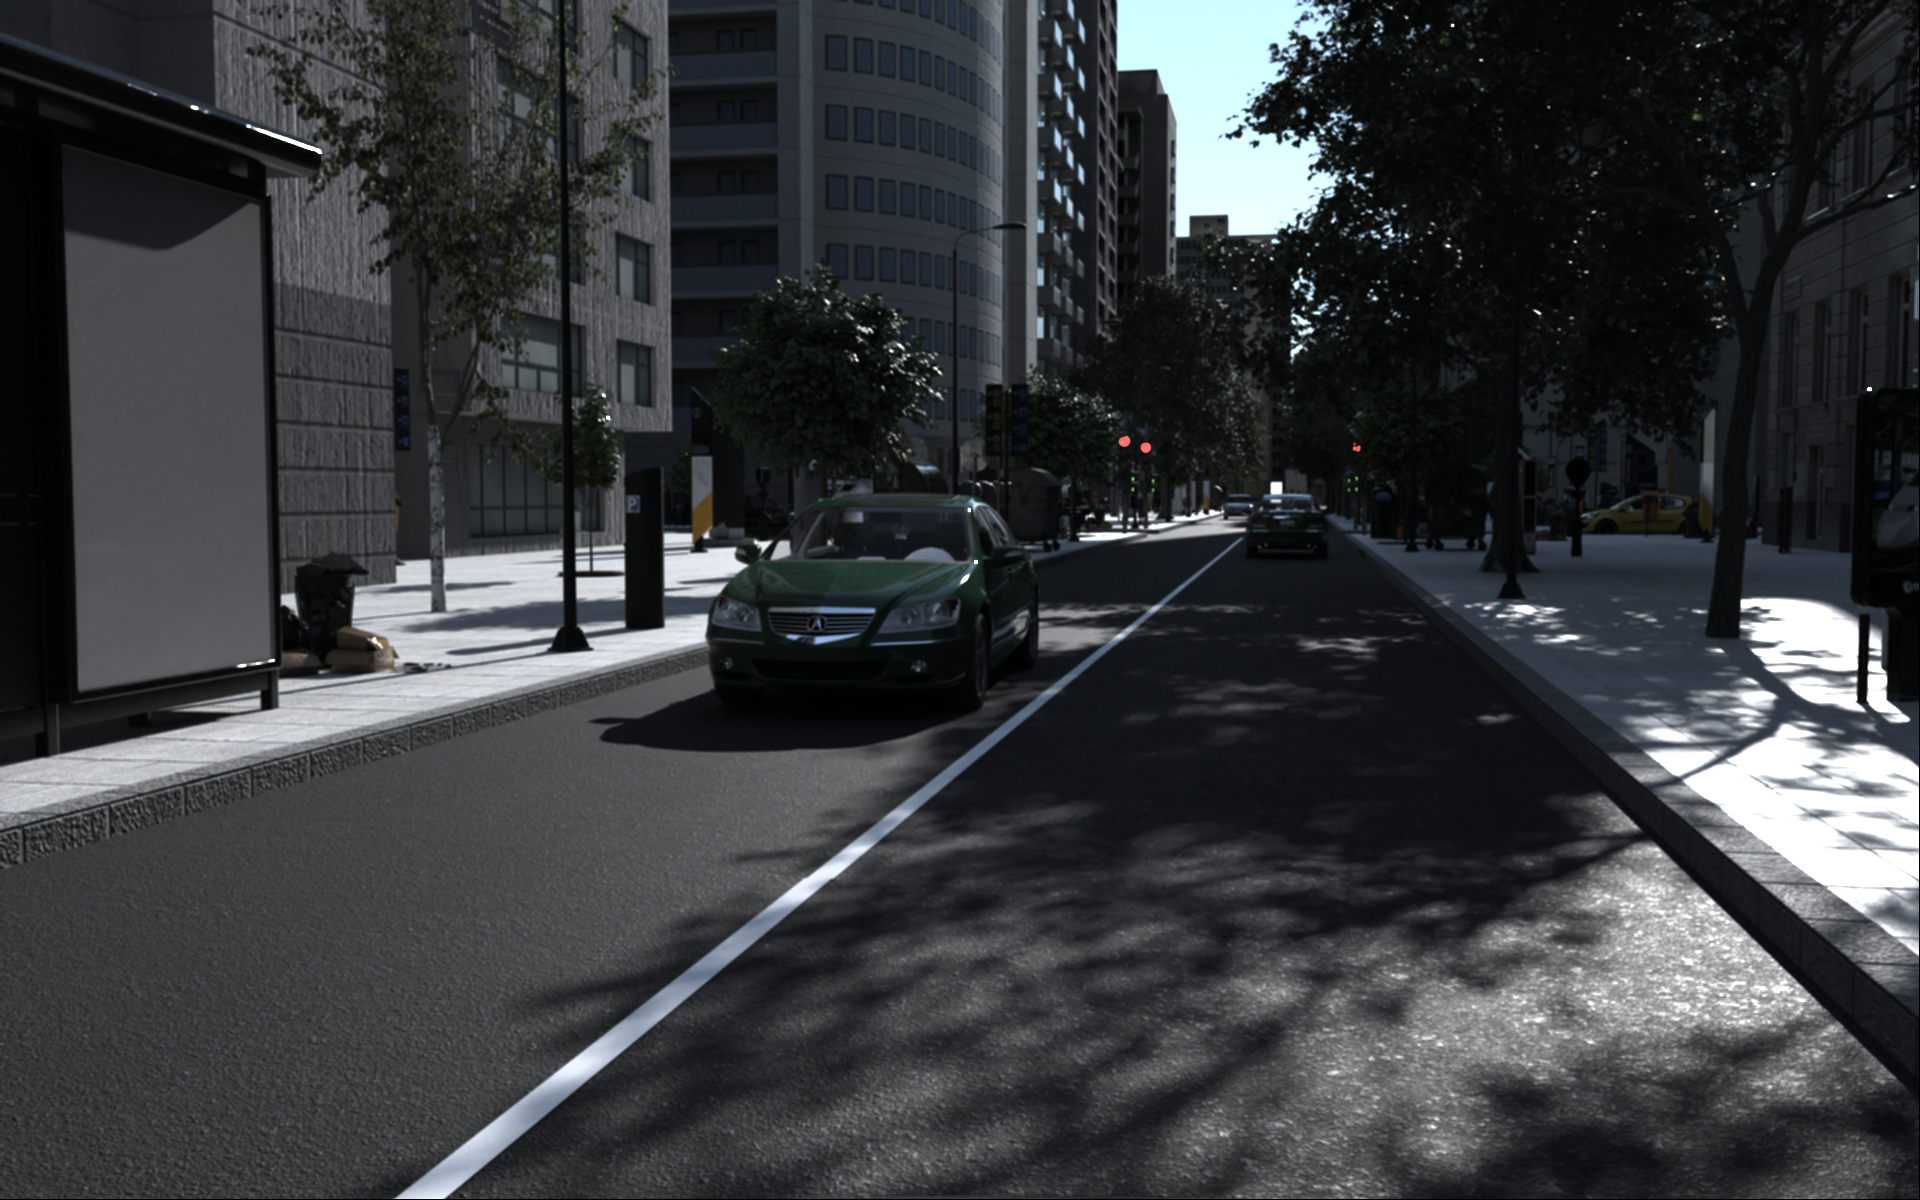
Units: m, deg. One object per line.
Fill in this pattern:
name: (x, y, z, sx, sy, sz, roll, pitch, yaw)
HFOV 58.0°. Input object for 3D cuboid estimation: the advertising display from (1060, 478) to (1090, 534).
advertising display: (3.737, -3.122, 56.256, 0.974, 1.923, 0.123, 0, 4, -2)

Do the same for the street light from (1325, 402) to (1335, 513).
street light: (15.921, -6.048, 71.428, 1.470, 5.913, 1.316, 1, 4, 11)

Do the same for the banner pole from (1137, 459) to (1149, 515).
banner pole: (11.447, -7.217, 108.018, 0.863, 3.779, 0.401, -2, 4, -24)

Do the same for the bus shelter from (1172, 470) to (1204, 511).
bus shelter: (14.725, -7.256, 112.552, 2.014, 3.302, 5.546, 1, 4, 11)

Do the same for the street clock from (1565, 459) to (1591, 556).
street clock: (12.707, -1.900, 35.643, 0.471, 2.002, 0.358, 2, 4, 28)

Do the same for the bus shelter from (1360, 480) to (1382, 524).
bus shelter: (19.174, -6.186, 78.773, 2.179, 5.291, 8.768, 1, 4, 11)

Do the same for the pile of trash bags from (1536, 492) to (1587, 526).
pile of trash bags: (24.036, -3.621, 68.948, 1.912, 1.369, 3.447, 0, 4, -2)

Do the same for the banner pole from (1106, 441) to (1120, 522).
banner pole: (7.032, -5.440, 78.958, 0.863, 3.779, 0.401, 2, 4, 24)

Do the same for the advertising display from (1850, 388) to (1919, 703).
advertising display: (5.951, -0.338, 10.733, 0.974, 1.923, 0.123, -1, 4, -19)

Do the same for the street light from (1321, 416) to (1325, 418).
street light: (19.083, -7.023, 87.363, 1.470, 5.913, 1.316, 1, 4, 11)

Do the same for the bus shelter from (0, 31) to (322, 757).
bus shelter: (-5.659, -1.745, 6.167, 2.179, 5.291, 8.768, 1, 4, 11)

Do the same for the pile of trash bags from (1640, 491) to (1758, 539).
pile of trash bags: (21.651, -2.512, 50.830, 1.912, 1.369, 3.447, -3, 5, -44)

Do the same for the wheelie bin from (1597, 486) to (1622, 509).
wheelie bin: (25.607, -3.689, 68.223, 0.980, 1.594, 0.693, 0, 4, -8)

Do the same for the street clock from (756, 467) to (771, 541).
street clock: (-5.350, -2.602, 47.116, 0.358, 2.002, 0.471, -2, 4, -33)

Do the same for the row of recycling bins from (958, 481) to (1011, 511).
row of recycling bins: (0.895, -2.947, 55.292, 1.069, 1.692, 3.534, 2, 4, 26)

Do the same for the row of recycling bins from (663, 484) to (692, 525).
row of recycling bins: (-11.070, -3.928, 71.330, 3.534, 1.692, 1.069, 1, 4, 18)

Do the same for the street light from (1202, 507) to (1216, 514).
street light: (13.205, -7.534, 95.725, 1.470, 5.913, 1.316, 1, 4, 11)

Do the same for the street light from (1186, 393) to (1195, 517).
street light: (10.156, -6.558, 79.767, 1.470, 5.913, 1.316, 1, 4, 11)

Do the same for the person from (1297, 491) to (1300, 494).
person: (28.782, -8.411, 146.743, 0.721, 1.736, 1.217, 3, 5, 44)

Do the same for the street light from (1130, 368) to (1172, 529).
street light: (7.012, -5.582, 63.808, 1.470, 5.913, 1.316, 1, 4, 11)

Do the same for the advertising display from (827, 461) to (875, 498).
advertising display: (-1.995, -1.569, 30.865, 0.974, 1.923, 0.123, -1, 4, -13)

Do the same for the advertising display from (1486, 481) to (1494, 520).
advertising display: (26.636, -4.965, 86.398, 0.974, 1.923, 0.123, -1, 4, -14)

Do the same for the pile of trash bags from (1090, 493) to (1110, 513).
pile of trash bags: (9.439, -6.764, 120.341, 1.912, 1.369, 3.447, 0, 4, 0)

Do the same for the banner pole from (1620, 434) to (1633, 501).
banner pole: (27.950, -5.060, 72.742, 0.863, 3.779, 0.401, -2, 4, -27)

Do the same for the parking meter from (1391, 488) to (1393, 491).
parking meter: (17.243, -3.752, 69.753, 0.372, 1.533, 0.369, 0, 3, 0)

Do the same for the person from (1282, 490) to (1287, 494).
person: (29.839, -9.215, 159.036, 0.709, 1.838, 0.599, 3, 4, 39)

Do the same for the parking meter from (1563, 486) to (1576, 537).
parking meter: (18.373, -2.676, 52.161, 0.372, 1.533, 0.369, 0, 3, 0)

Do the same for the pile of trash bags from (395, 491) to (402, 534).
pile of trash bags: (-18.058, -2.619, 52.581, 3.447, 1.369, 1.912, 2, 4, 32)

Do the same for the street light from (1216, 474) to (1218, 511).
street light: (16.462, -8.543, 112.227, 1.470, 5.913, 1.316, 1, 4, 11)

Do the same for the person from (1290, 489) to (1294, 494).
person: (19.936, -5.790, 103.925, 0.760, 1.731, 0.466, -2, 4, -29)

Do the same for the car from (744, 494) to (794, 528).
car: (-7.484, -3.249, 62.908, 4.222, 1.686, 2.009, 1, 4, 10)

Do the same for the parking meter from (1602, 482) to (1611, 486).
parking meter: (31.579, -4.824, 84.587, 0.399, 1.863, 0.255, 3, 4, 38)

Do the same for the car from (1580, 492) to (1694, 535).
car: (22.506, -2.878, 57.282, 3.980, 1.641, 2.015, 1, 4, 11)

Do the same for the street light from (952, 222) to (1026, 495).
street light: (0.441, -3.506, 29.860, 1.470, 5.913, 1.316, 1, 4, 11)

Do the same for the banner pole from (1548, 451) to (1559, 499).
banner pole: (34.289, -6.729, 100.031, 0.401, 3.779, 0.863, -2, 4, -34)

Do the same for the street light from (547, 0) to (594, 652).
street light: (-2.665, -2.531, 13.915, 1.470, 5.913, 1.316, 1, 4, 11)

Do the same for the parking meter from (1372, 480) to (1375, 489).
parking meter: (17.066, -3.983, 70.833, 0.399, 1.863, 0.255, -3, 5, -42)

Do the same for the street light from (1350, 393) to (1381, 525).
street light: (9.512, -4.029, 38.419, 1.470, 5.913, 1.316, 1, 4, 11)

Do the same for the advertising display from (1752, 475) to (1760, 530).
advertising display: (27.589, -3.353, 60.038, 0.123, 1.923, 0.974, 1, 4, 19)

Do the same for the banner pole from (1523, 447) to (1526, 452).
banner pole: (30.069, -6.263, 92.424, 0.401, 3.779, 0.863, 2, 4, 25)

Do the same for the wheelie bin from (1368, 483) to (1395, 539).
wheelie bin: (12.197, -2.573, 49.971, 0.693, 1.594, 0.980, -1, 4, -14)

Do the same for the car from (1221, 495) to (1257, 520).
car: (15.846, -5.276, 98.266, 2.014, 1.417, 4.499, 1, 4, 9)

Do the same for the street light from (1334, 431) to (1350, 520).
street light: (12.644, -5.012, 54.493, 1.470, 5.913, 1.316, 1, 4, 11)

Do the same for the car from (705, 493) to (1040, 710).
car: (-0.494, -0.082, 13.146, 2.131, 1.459, 4.920, 1, 4, 10)

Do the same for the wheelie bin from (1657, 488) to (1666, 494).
wheelie bin: (35.803, -4.945, 88.763, 0.980, 1.594, 0.693, 2, 4, 35)

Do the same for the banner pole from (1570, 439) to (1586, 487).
banner pole: (27.967, -5.423, 78.687, 0.863, 3.779, 0.401, 3, 5, 42)

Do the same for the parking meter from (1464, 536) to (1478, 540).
parking meter: (14.391, -2.633, 48.760, 0.399, 1.863, 0.255, 1, 4, 10)

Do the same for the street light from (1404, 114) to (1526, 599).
street light: (6.260, -2.980, 21.268, 1.470, 5.913, 1.316, 1, 4, 11)

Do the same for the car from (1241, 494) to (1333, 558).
car: (7.596, -1.742, 40.282, 2.131, 1.459, 4.920, 1, 4, 10)

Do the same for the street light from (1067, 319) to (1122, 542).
street light: (3.602, -4.512, 46.316, 1.470, 5.913, 1.316, 1, 4, 11)

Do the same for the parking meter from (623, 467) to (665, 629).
parking meter: (-3.023, -0.500, 16.588, 0.372, 1.533, 0.369, 0, 3, 0)

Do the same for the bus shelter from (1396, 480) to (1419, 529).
bus shelter: (16.968, -4.484, 64.595, 1.731, 3.624, 6.357, 1, 4, 11)

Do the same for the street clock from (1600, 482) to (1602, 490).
street clock: (39.017, -6.153, 105.164, 0.358, 2.002, 0.471, 0, 4, 6)
